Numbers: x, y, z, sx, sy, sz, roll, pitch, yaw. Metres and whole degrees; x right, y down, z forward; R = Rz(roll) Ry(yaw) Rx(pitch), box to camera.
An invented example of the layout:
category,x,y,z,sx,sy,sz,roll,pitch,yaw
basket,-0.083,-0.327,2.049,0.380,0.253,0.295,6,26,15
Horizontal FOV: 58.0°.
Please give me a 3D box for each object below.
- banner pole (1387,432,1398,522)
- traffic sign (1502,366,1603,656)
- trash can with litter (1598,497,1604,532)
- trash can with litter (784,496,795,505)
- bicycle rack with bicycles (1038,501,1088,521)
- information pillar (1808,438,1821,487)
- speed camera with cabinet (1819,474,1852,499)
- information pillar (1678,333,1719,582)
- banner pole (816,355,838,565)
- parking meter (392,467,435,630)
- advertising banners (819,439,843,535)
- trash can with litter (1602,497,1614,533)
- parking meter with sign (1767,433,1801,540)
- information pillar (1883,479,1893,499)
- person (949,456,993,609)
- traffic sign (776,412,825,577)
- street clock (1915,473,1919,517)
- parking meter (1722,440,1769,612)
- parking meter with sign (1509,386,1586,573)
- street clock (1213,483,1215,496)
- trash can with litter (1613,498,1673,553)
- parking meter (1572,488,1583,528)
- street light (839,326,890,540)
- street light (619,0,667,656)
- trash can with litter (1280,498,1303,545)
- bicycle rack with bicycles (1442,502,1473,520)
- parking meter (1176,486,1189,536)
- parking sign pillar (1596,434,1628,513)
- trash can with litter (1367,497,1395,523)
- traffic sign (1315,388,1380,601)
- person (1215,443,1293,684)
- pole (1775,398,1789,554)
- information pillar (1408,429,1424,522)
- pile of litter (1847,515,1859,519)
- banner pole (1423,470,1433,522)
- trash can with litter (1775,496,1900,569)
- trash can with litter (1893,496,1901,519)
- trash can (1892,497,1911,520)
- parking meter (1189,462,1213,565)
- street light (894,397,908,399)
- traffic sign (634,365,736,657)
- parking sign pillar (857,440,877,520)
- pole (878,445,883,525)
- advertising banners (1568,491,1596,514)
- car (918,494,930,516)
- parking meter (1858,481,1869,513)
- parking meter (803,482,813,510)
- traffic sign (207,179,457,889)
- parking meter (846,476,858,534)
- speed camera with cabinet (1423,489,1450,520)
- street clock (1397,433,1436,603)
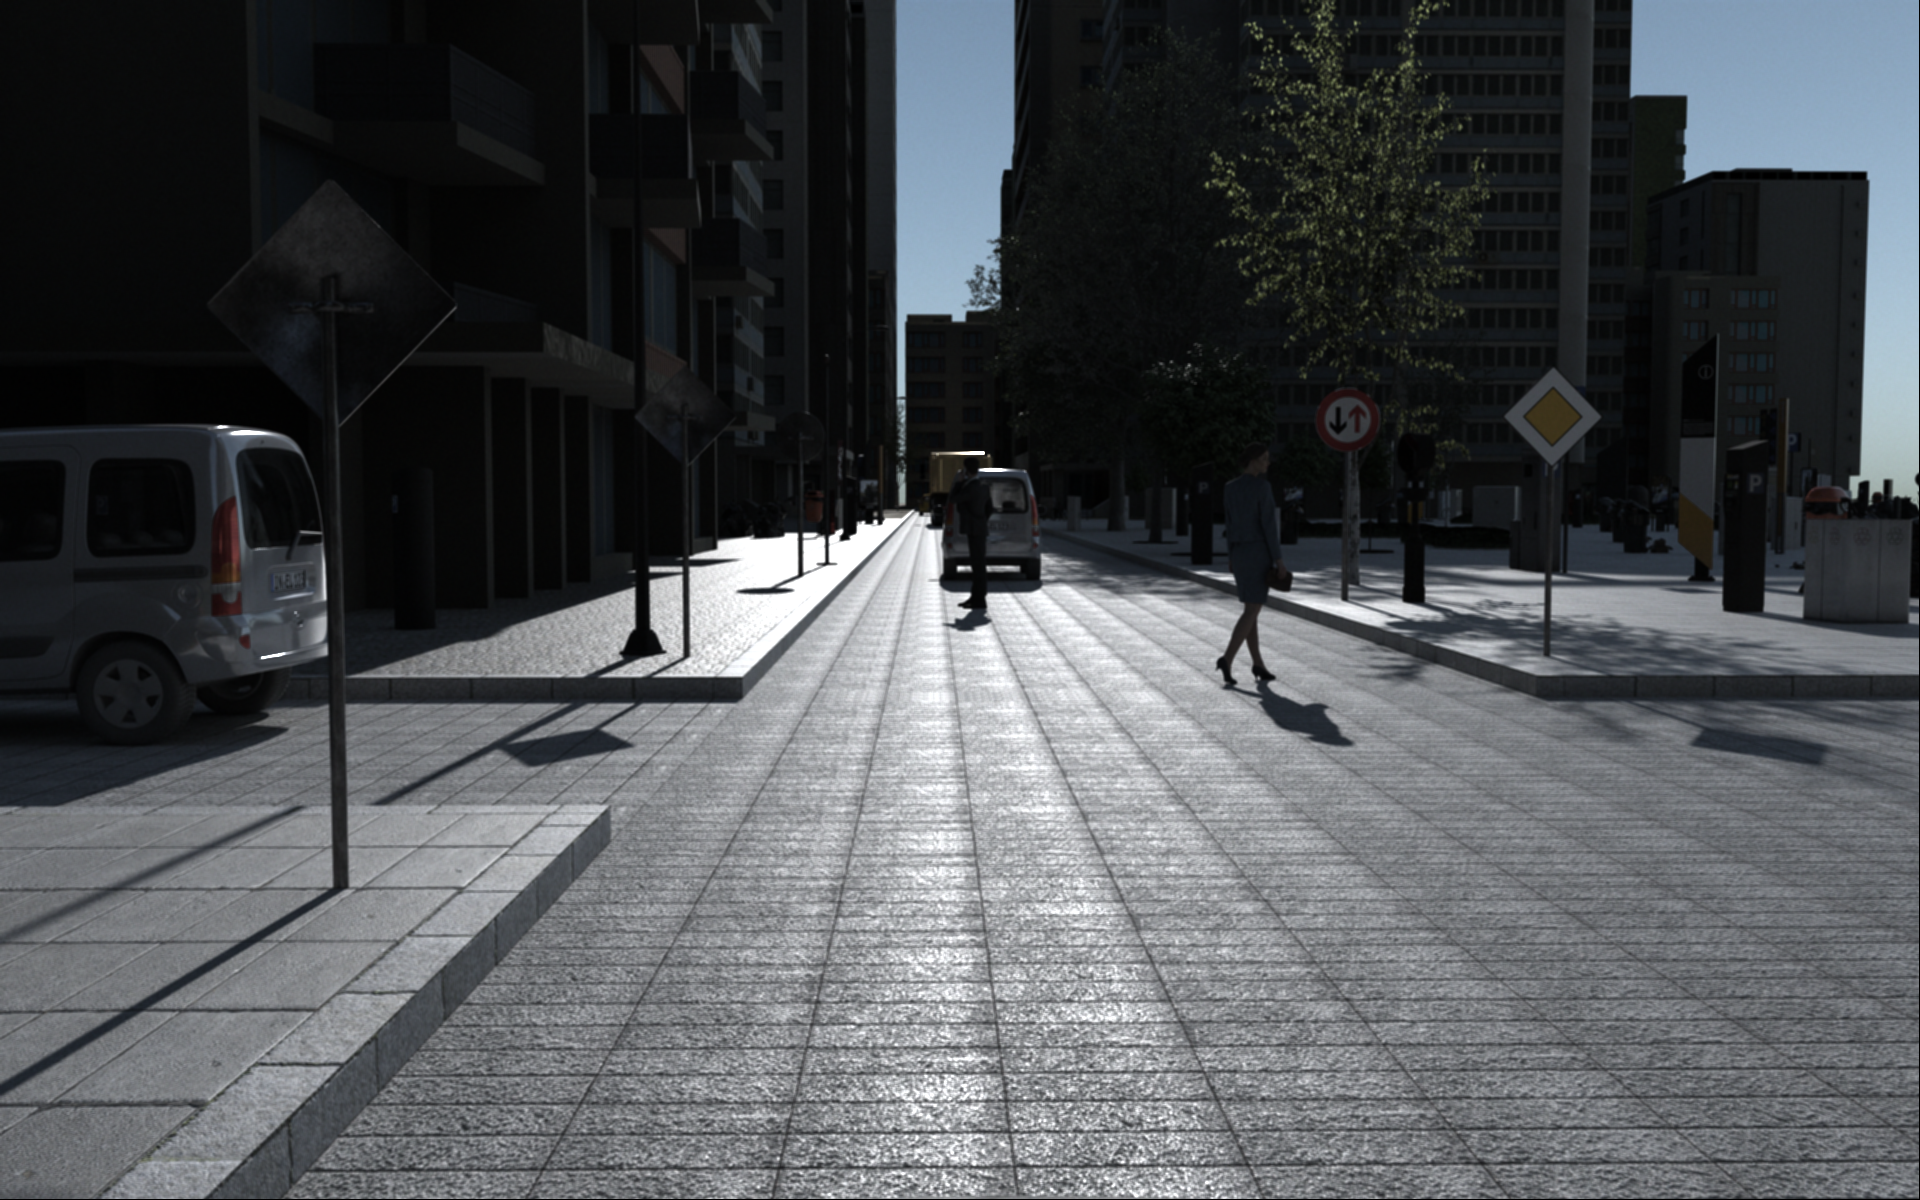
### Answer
category,x,y,z,sx,sy,sz,roll,pitch,yaw
banner pole,17.416,-4.887,69.916,0.401,3.779,0.863,1,4,23
traffic sign,4.646,-0.613,13.660,0.795,2.450,0.064,0,4,-1
trash can with litter,22.016,-2.877,58.419,0.624,1.170,1.055,-1,4,-15
trash can with litter,-8.490,-4.429,83.805,1.055,1.170,0.624,2,4,23
bicycle rack with bicycles,5.026,-4.320,84.018,2.852,0.926,2.925,0,4,-6
information pillar,36.000,-4.997,73.051,0.504,3.616,0.183,0,4,-8
speed camera with cabinet,39.877,-5.194,79.259,0.660,3.252,2.038,-1,4,-12
information pillar,10.874,-2.088,25.491,0.504,3.616,0.183,2,4,33
banner pole,-2.426,-2.540,31.542,0.401,3.779,0.863,0,4,-4
parking meter,-5.194,-0.493,16.465,0.372,1.533,0.369,0,3,0
advertising banners,-4.072,-3.588,54.844,0.090,3.025,2.074,1,4,18
trash can with litter,17.771,-2.115,45.962,1.055,1.170,0.624,0,4,-8
parking meter with sign,22.866,-3.226,49.012,1.738,3.016,0.543,-1,4,-19
information pillar,46.124,-4.992,86.114,0.304,2.012,0.304,-2,4,-35
person,0.132,-0.850,21.758,0.474,1.900,0.648,1,4,14
traffic sign,-2.481,-1.638,26.892,0.768,2.556,0.104,0,4,7
street clock,31.352,-3.168,56.361,0.471,2.002,0.358,0,4,1
parking meter,8.544,-0.804,18.860,0.399,1.863,0.255,-1,4,-17
parking meter with sign,9.702,-1.993,28.841,0.543,3.016,1.738,-1,4,-8
street clock,11.524,-4.581,79.476,0.358,2.002,0.471,1,4,20
trash can with litter,14.979,-1.618,37.843,1.055,1.170,0.624,0,3,0
parking meter,23.652,-3.540,66.297,0.372,1.533,0.369,0,3,0
street light,-2.654,-4.612,47.949,1.470,5.913,1.316,0,4,-1
street light,-2.006,-2.520,13.743,1.470,5.913,1.316,0,4,-1
trash can with litter,8.156,-1.999,44.077,1.055,1.170,0.624,0,4,-7
bicycle rack with bicycles,24.888,-4.237,82.652,2.852,0.926,2.925,-2,4,-32
parking meter,6.827,-2.738,53.175,0.372,1.533,0.369,0,3,0
parking sign pillar,29.410,-5.483,78.120,1.447,3.967,1.447,2,4,27
trash can with litter,15.345,-3.186,63.477,1.055,1.170,0.624,-1,4,-15
traffic sign,4.642,-1.267,20.824,0.768,2.556,0.104,0,4,4
person,2.183,-0.286,13.208,0.654,1.822,0.581,-1,4,-22
pole,17.576,-2.641,37.031,0.158,3.312,0.155,0,3,0
information pillar,14.576,-3.919,55.434,0.504,3.616,0.183,1,4,10
pile of litter,17.733,-1.233,34.123,1.719,0.858,1.176,1,4,18
banner pole,21.513,-5.523,80.325,0.863,3.779,0.401,1,4,10
trash can with litter,15.026,-1.154,29.918,1.678,1.210,2.233,3,4,37
trash can with litter,35.250,-3.332,65.529,1.678,1.210,2.233,3,5,39
trash can,39.424,-3.721,72.493,0.748,1.137,0.748,0,3,0
parking meter,4.378,-1.573,31.435,0.399,1.863,0.255,0,4,-2
street light,-3.199,-6.744,82.799,1.470,5.913,1.316,0,4,-1
traffic sign,-2.147,-0.607,13.567,0.795,2.450,0.064,0,4,-1
parking sign pillar,-4.723,-5.937,85.542,1.447,3.967,1.447,1,4,9
pole,-3.331,-4.808,72.456,0.158,3.312,0.155,0,3,0
advertising banners,27.271,-4.955,77.203,2.074,3.025,0.090,1,4,9
car,-1.861,-6.489,116.313,2.015,1.641,3.980,0,4,0
parking meter,39.482,-4.281,75.701,0.255,1.863,0.399,-1,4,-18
parking meter,-7.136,-4.628,81.384,0.399,1.863,0.255,-2,4,-27
traffic sign,-2.015,-0.119,5.583,0.795,2.450,0.064,0,4,-1
parking meter,-3.481,-3.042,55.443,0.399,1.863,0.255,1,4,12
speed camera with cabinet,23.787,-5.604,85.959,2.038,3.252,0.660,0,4,-4
street clock,5.381,-0.973,20.480,0.358,2.002,0.471,-1,4,-19
